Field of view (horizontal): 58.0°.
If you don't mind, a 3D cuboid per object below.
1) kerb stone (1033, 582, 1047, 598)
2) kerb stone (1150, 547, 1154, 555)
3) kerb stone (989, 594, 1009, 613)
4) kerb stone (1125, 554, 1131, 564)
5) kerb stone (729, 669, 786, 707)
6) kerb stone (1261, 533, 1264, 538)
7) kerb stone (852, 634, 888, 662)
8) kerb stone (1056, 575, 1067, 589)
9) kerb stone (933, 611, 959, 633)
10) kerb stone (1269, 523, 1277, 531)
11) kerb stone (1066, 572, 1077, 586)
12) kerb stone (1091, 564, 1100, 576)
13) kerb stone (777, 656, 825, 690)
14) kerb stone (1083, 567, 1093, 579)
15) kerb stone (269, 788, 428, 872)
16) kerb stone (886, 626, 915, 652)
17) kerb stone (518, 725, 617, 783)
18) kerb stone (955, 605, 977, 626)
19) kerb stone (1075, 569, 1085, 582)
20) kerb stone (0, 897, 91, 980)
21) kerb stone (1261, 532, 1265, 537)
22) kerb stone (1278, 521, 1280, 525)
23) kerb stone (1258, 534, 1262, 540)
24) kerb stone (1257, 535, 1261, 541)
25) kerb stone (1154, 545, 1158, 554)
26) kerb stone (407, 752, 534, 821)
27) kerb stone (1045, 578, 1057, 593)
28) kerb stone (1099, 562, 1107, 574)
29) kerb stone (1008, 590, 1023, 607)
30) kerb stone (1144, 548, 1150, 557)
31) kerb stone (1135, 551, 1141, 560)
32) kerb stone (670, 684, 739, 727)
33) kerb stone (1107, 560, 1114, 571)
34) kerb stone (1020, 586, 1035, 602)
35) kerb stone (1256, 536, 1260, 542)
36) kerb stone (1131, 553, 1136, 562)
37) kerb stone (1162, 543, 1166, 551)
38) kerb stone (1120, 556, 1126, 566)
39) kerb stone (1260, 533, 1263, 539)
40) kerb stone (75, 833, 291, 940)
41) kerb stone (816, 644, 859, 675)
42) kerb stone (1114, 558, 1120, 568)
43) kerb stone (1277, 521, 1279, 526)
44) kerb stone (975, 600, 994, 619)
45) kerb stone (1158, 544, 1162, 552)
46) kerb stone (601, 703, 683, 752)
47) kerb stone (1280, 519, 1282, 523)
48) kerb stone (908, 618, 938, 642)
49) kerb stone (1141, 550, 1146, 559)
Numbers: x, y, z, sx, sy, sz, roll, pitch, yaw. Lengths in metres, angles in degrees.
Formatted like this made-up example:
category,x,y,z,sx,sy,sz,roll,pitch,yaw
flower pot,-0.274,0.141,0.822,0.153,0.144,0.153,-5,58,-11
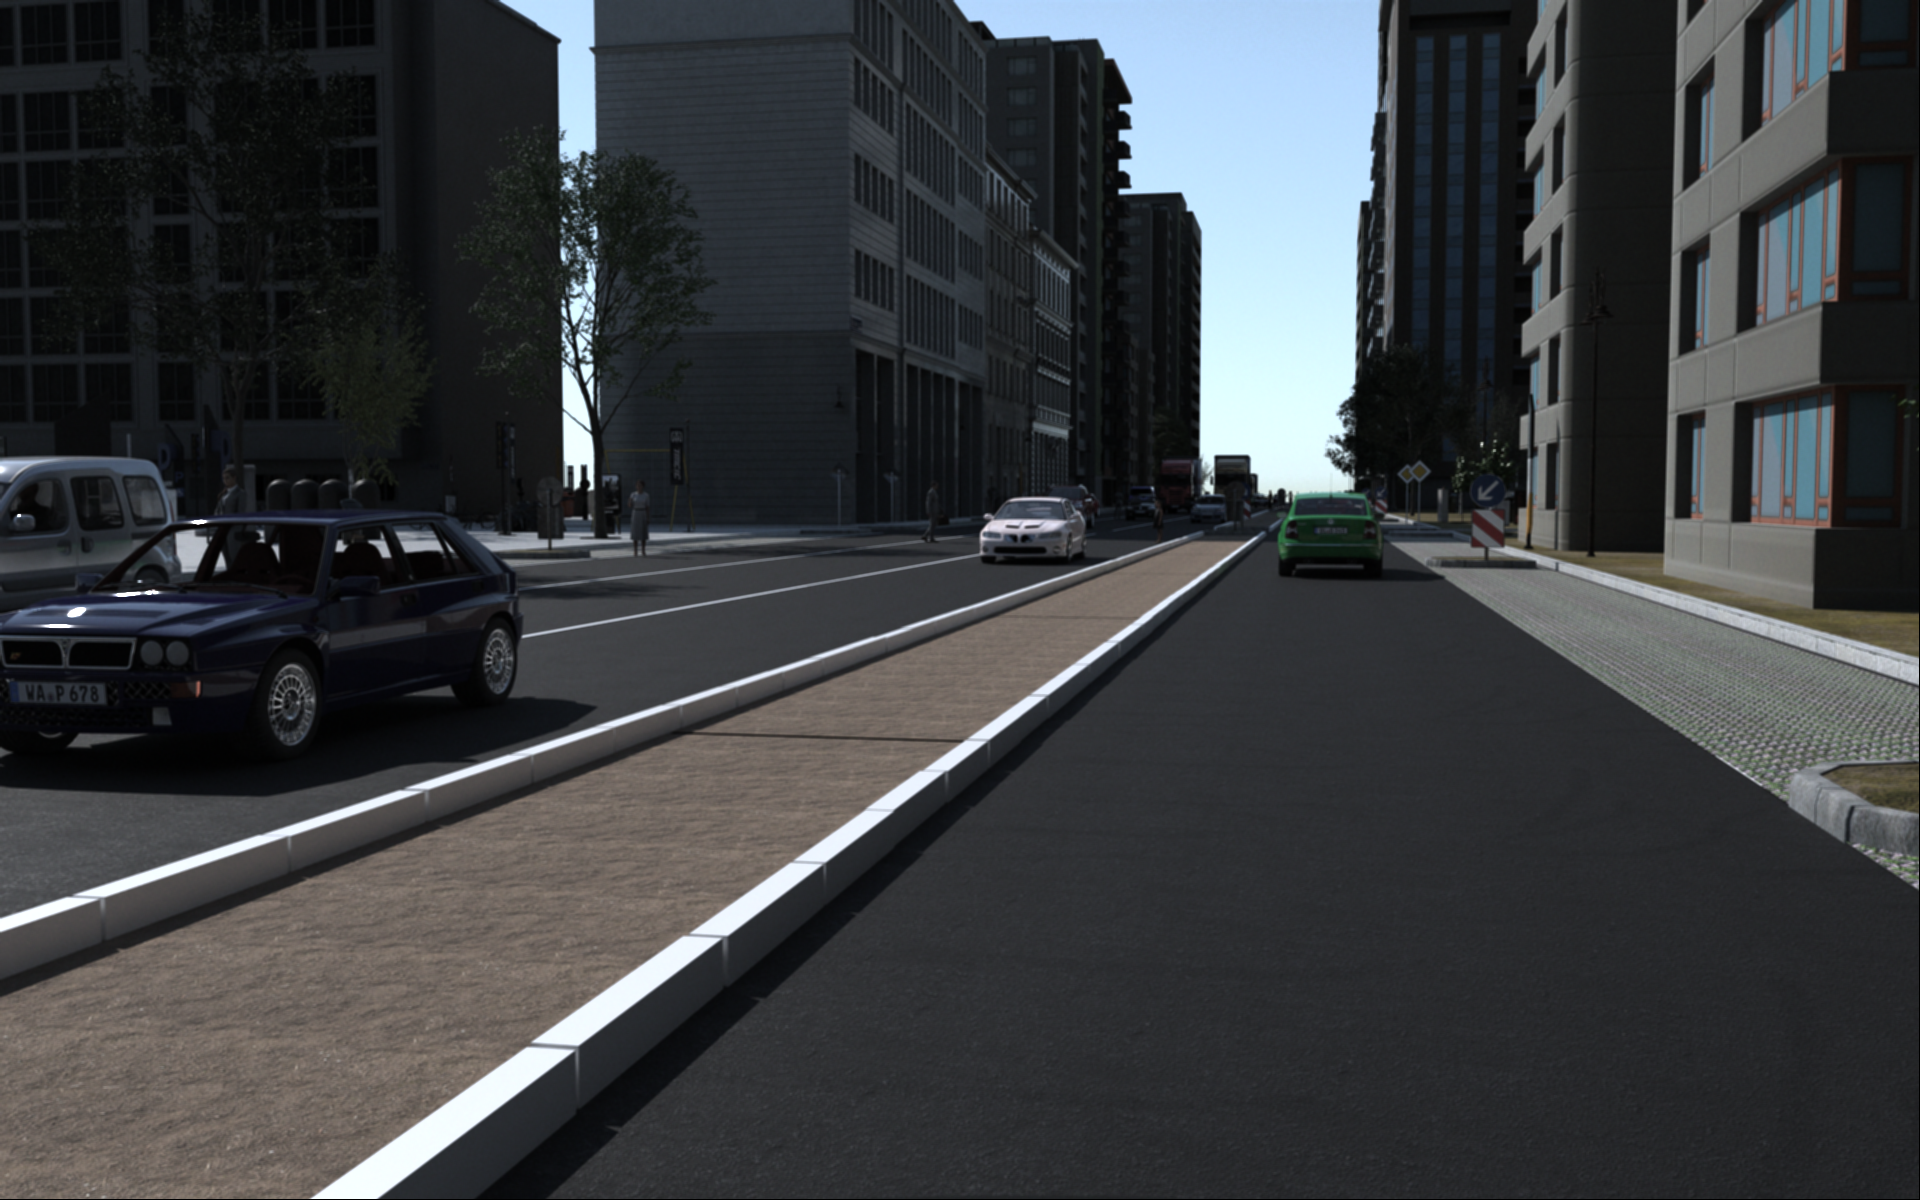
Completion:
category,x,y,z,sx,sy,sz,roll,pitch,yaw
kerb stone,1.039,-0.116,24.095,0.120,0.150,1.000,1,4,12
kerb stone,4.342,-1.099,40.163,0.120,0.150,1.000,1,4,12
kerb stone,0.423,0.068,21.086,0.120,0.150,1.000,1,4,12
kerb stone,3.314,-0.792,35.147,0.120,0.150,1.000,1,4,12
kerb stone,-1.439,0.622,12.044,0.120,0.150,1.000,1,4,12
kerb stone,9.293,-1.928,53.791,0.120,0.150,1.000,1,4,12
kerb stone,-0.823,0.437,15.056,0.120,0.150,1.000,1,4,12
kerb stone,1.449,-0.239,26.098,0.120,0.150,1.000,1,4,12
kerb stone,-0.201,0.252,18.067,0.120,0.150,1.000,1,4,12
kerb stone,12.901,-3.009,71.391,0.120,0.150,1.000,1,4,12
kerb stone,1.656,-0.297,27.104,0.120,0.150,1.000,1,4,12
kerb stone,2.271,-0.485,30.122,0.120,0.150,1.000,1,4,12
kerb stone,-1.233,0.563,13.046,0.120,0.150,1.000,1,4,12
kerb stone,2.073,-0.423,29.119,0.120,0.150,1.000,1,4,12
kerb stone,-2.475,0.932,7.020,0.120,0.150,1.000,1,4,12
kerb stone,-0.611,0.381,16.057,0.120,0.150,1.000,1,4,12
kerb stone,-2.057,0.805,9.028,0.120,0.150,1.000,1,4,12
kerb stone,0.005,0.191,19.071,0.120,0.150,1.000,1,4,12
kerb stone,1.860,-0.359,28.111,0.120,0.150,1.000,1,4,12
kerb stone,-2.883,1.051,5.014,0.120,0.150,1.000,1,4,12
kerb stone,9.495,-1.994,54.792,0.120,0.150,1.000,1,4,12
kerb stone,13.734,-3.254,75.403,0.120,0.150,1.000,1,4,12
kerb stone,8.874,-1.805,51.773,0.120,0.150,1.000,1,4,12
kerb stone,8.663,-1.748,50.773,0.120,0.150,1.000,1,4,12
kerb stone,4.550,-1.161,41.171,0.120,0.150,1.000,1,4,12
kerb stone,-2.264,0.867,8.026,0.120,0.150,1.000,1,4,12
kerb stone,1.239,-0.178,25.098,0.120,0.150,1.000,1,4,12
kerb stone,2.481,-0.546,31.131,0.120,0.150,1.000,1,4,12
kerb stone,0.625,0.007,22.088,0.120,0.150,1.000,1,4,12
kerb stone,4.134,-1.033,39.158,0.120,0.150,1.000,1,4,12
kerb stone,3.724,-0.915,37.154,0.120,0.150,1.000,1,4,12
kerb stone,-1.646,0.682,11.039,0.120,0.150,1.000,1,4,12
kerb stone,2.695,-0.608,32.130,0.120,0.150,1.000,1,4,12
kerb stone,0.830,-0.055,23.090,0.120,0.150,1.000,1,4,12
kerb stone,8.462,-1.686,49.759,0.120,0.150,1.000,1,4,12
kerb stone,3.520,-0.849,36.152,0.120,0.150,1.000,1,4,12
kerb stone,4.964,-1.283,43.175,0.120,0.150,1.000,1,4,12
kerb stone,3.112,-0.724,34.133,0.120,0.150,1.000,1,4,12
kerb stone,9.076,-1.865,52.783,0.120,0.150,1.000,1,4,12
kerb stone,-2.678,0.990,6.016,0.120,0.150,1.000,1,4,12
kerb stone,-1.025,0.498,14.053,0.120,0.150,1.000,1,4,12
kerb stone,2.897,-0.669,33.133,0.120,0.150,1.000,1,4,12
kerb stone,13.526,-3.192,74.402,0.120,0.150,1.000,1,4,12
kerb stone,0.218,0.131,20.082,0.120,0.150,1.000,1,4,12
kerb stone,4.758,-1.222,42.173,0.120,0.150,1.000,1,4,12
kerb stone,-1.857,0.744,10.032,0.120,0.150,1.000,1,4,12
kerb stone,14.764,-3.557,80.418,0.120,0.150,1.000,1,4,12
kerb stone,-0.410,0.314,17.062,0.120,0.150,1.000,1,4,12
kerb stone,3.930,-0.976,38.156,0.120,0.150,1.000,1,4,12
